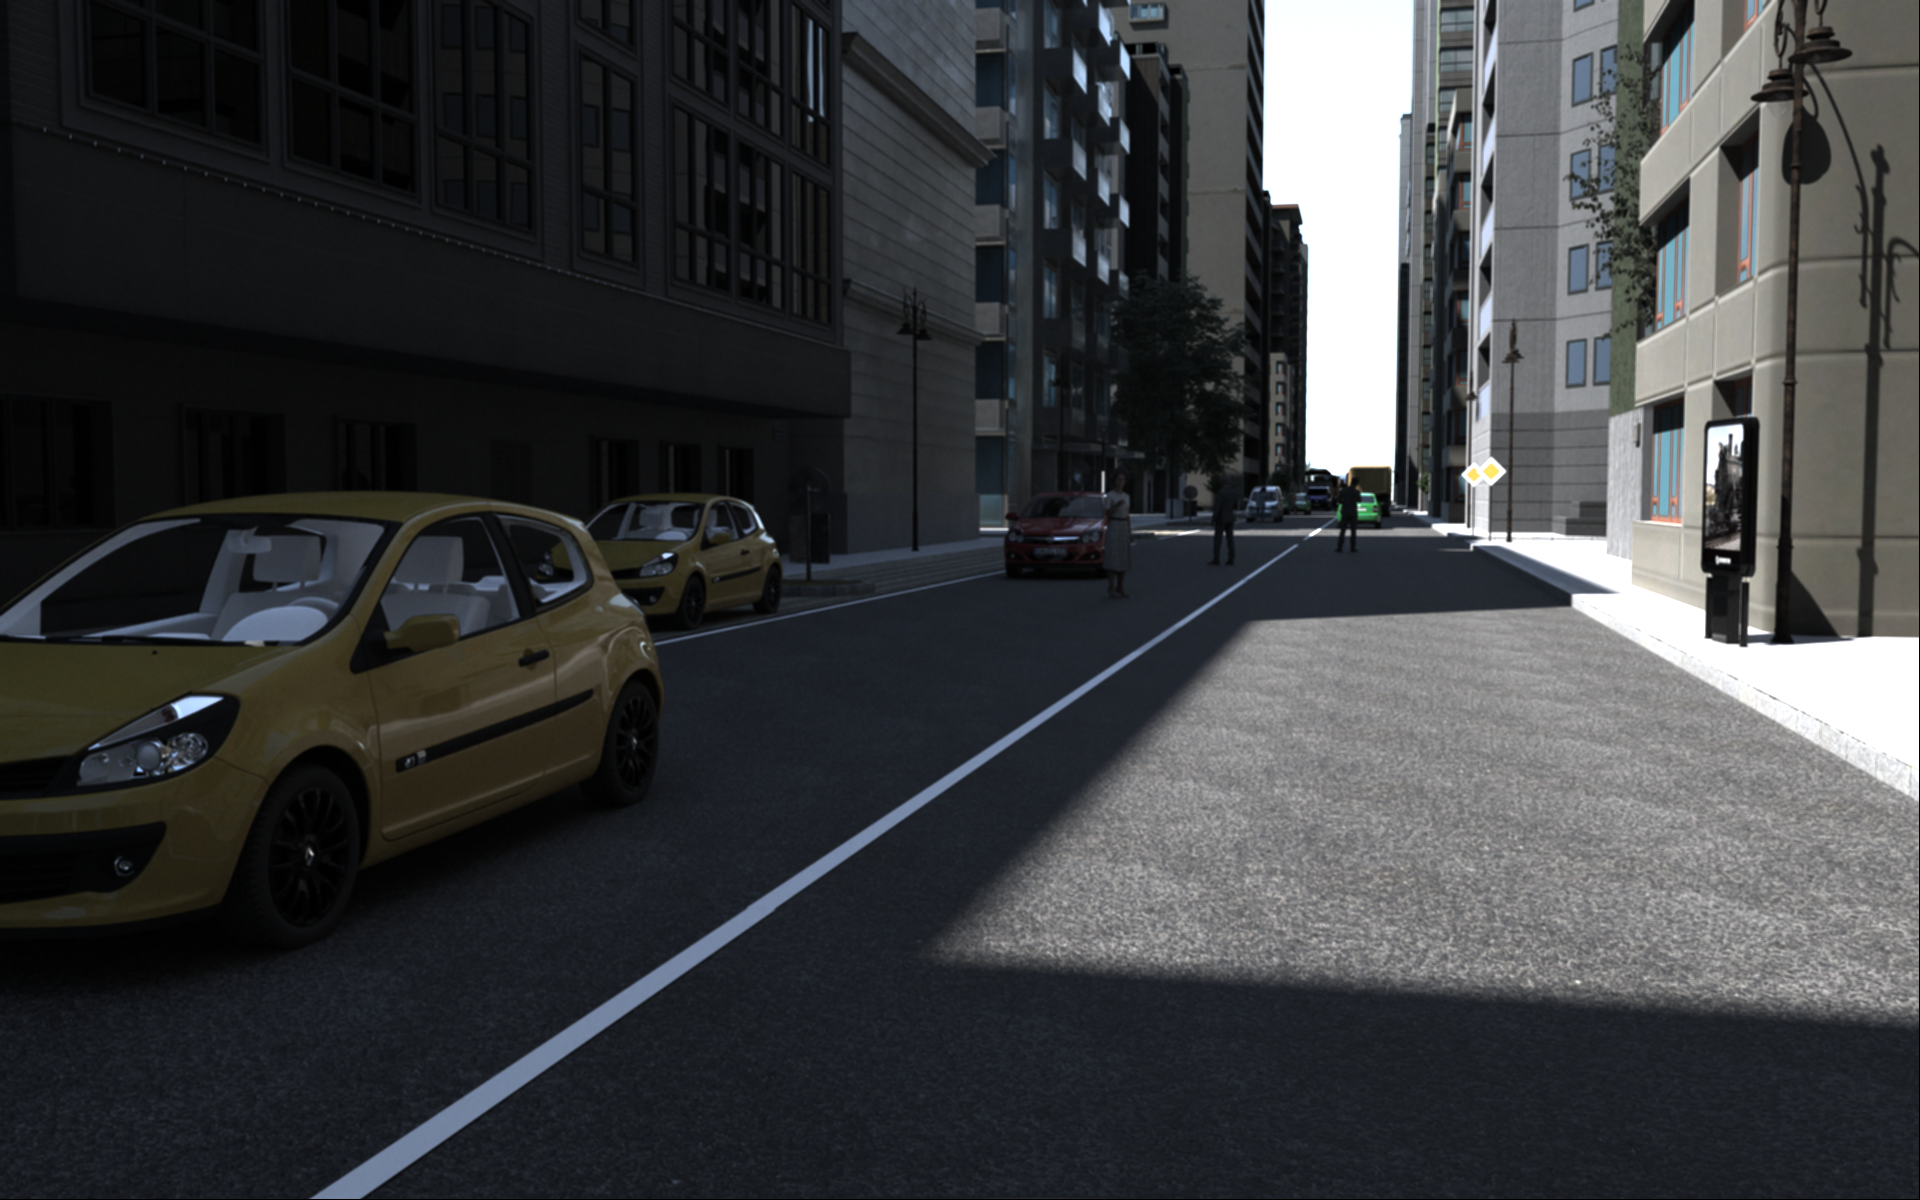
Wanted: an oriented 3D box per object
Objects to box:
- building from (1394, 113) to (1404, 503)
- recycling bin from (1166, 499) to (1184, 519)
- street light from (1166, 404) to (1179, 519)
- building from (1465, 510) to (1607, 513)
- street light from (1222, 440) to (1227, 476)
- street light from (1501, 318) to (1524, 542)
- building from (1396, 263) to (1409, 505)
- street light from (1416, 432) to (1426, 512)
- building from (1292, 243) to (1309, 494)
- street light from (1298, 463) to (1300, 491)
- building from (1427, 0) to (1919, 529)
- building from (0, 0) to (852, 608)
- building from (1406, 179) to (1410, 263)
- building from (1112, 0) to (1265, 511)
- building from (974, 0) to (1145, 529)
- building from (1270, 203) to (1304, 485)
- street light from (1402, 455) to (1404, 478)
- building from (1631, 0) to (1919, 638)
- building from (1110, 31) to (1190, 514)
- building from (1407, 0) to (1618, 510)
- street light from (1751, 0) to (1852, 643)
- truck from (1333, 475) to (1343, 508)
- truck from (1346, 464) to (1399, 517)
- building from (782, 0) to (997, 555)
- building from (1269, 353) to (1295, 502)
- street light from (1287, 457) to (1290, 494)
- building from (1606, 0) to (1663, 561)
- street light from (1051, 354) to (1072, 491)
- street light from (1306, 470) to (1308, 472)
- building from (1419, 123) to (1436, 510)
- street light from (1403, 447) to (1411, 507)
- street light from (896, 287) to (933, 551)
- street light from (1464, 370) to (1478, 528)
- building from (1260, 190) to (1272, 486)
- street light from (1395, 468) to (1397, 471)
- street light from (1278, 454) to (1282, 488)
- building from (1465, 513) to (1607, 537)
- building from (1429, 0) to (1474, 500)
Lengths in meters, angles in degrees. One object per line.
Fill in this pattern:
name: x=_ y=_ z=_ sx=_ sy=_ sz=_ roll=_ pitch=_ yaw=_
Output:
building: x=77.699 y=-44.243 z=265.368 sx=21.231 sy=58.520 sz=28.212 roll=1 pitch=4 yaw=13
recycling bin: x=11.290 y=-4.796 z=90.966 sx=0.722 sy=1.027 sz=0.722 roll=3 pitch=5 yaw=44
street light: x=10.861 y=-7.088 z=88.672 sx=0.468 sy=5.910 sz=1.993 roll=1 pitch=4 yaw=13
building: x=52.264 y=-37.498 z=155.098 sx=21.231 sy=58.520 sz=28.212 roll=1 pitch=4 yaw=13
street light: x=18.416 y=-9.046 z=120.686 sx=0.468 sy=5.910 sz=1.993 roll=1 pitch=4 yaw=13
street light: x=14.572 y=-4.465 z=45.783 sx=0.468 sy=5.910 sz=1.993 roll=1 pitch=4 yaw=13
building: x=61.687 y=-27.137 z=215.386 sx=14.160 sy=30.474 sz=14.107 roll=1 pitch=4 yaw=13
street light: x=33.803 y=-9.412 z=126.681 sx=0.468 sy=5.910 sz=1.993 roll=1 pitch=4 yaw=13
building: x=48.001 y=-36.244 z=276.184 sx=14.154 sy=41.232 sz=14.086 roll=1 pitch=4 yaw=13
street light: x=47.652 y=-16.572 z=243.733 sx=0.468 sy=5.910 sz=1.993 roll=1 pitch=4 yaw=13
building: x=37.878 y=-14.675 z=84.972 sx=27.650 sy=21.520 sz=28.899 roll=1 pitch=4 yaw=13
building: x=-11.609 y=-14.144 z=24.768 sx=14.314 sy=27.812 sz=24.014 roll=1 pitch=4 yaw=13
building: x=72.268 y=-37.704 z=236.067 sx=23.786 sy=49.044 sz=30.456 roll=1 pitch=4 yaw=13
building: x=13.450 y=-31.719 z=142.301 sx=21.300 sy=48.544 sz=21.600 roll=1 pitch=4 yaw=13
building: x=-4.574 y=-27.980 z=77.088 sx=23.786 sy=49.044 sz=30.456 roll=1 pitch=4 yaw=13
building: x=39.003 y=-36.766 z=255.742 sx=22.147 sy=44.769 sz=28.867 roll=1 pitch=4 yaw=13
street light: x=51.493 y=-13.965 z=201.118 sx=0.468 sy=5.910 sz=1.993 roll=1 pitch=4 yaw=13
building: x=19.574 y=-9.878 z=6.551 sx=27.650 sy=21.520 sz=28.899 roll=1 pitch=4 yaw=13
building: x=7.120 y=-20.867 z=112.873 sx=14.160 sy=30.474 sz=14.107 roll=1 pitch=4 yaw=13
building: x=58.368 y=-39.226 z=183.338 sx=21.231 sy=58.520 sz=28.212 roll=1 pitch=4 yaw=13
street light: x=7.110 y=-2.569 z=14.795 sx=0.468 sy=5.910 sz=1.993 roll=1 pitch=4 yaw=13
truck: x=37.957 y=-11.214 z=179.265 sx=3.469 sy=3.379 sz=9.791 roll=1 pitch=4 yaw=13
truck: x=26.627 y=-7.113 z=112.218 sx=3.469 sy=3.379 sz=9.791 roll=1 pitch=4 yaw=15
building: x=-11.699 y=-15.744 z=44.802 sx=23.554 sy=28.519 sz=14.401 roll=1 pitch=4 yaw=13
building: x=29.470 y=-23.489 z=229.080 sx=27.650 sy=21.520 sz=28.899 roll=1 pitch=4 yaw=13
street light: x=40.333 y=-14.674 z=212.711 sx=0.468 sy=5.910 sz=1.993 roll=1 pitch=4 yaw=13
building: x=21.006 y=-16.178 z=36.204 sx=14.160 sy=30.474 sz=14.107 roll=1 pitch=4 yaw=13
street light: x=3.361 y=-5.166 z=57.252 sx=0.468 sy=5.910 sz=1.993 roll=1 pitch=4 yaw=13
street light: x=55.031 y=-18.470 z=274.777 sx=0.468 sy=5.910 sz=1.993 roll=1 pitch=4 yaw=13
building: x=43.543 y=-22.300 z=136.313 sx=14.160 sy=30.474 sz=14.107 roll=1 pitch=4 yaw=13
street light: x=43.968 y=-12.037 z=169.594 sx=0.468 sy=5.910 sz=1.993 roll=1 pitch=4 yaw=13
street light: x=-1.009 y=-4.043 z=38.895 sx=0.468 sy=5.910 sz=1.993 roll=1 pitch=4 yaw=13
street light: x=18.991 y=-5.609 z=64.490 sx=0.468 sy=5.910 sz=1.993 roll=1 pitch=4 yaw=13
building: x=21.083 y=-23.710 z=159.360 sx=14.160 sy=30.474 sz=14.107 roll=1 pitch=4 yaw=13
street light: x=55.888 y=-15.117 z=219.948 sx=0.468 sy=5.910 sz=1.993 roll=1 pitch=4 yaw=13
street light: x=36.010 y=-13.590 z=194.986 sx=0.468 sy=5.910 sz=1.993 roll=1 pitch=4 yaw=13
building: x=32.244 y=-31.496 z=56.962 sx=28.212 sy=58.520 sz=21.231 roll=1 pitch=4 yaw=13
building: x=39.530 y=-26.572 z=118.045 sx=14.154 sy=41.232 sz=14.086 roll=1 pitch=4 yaw=13
